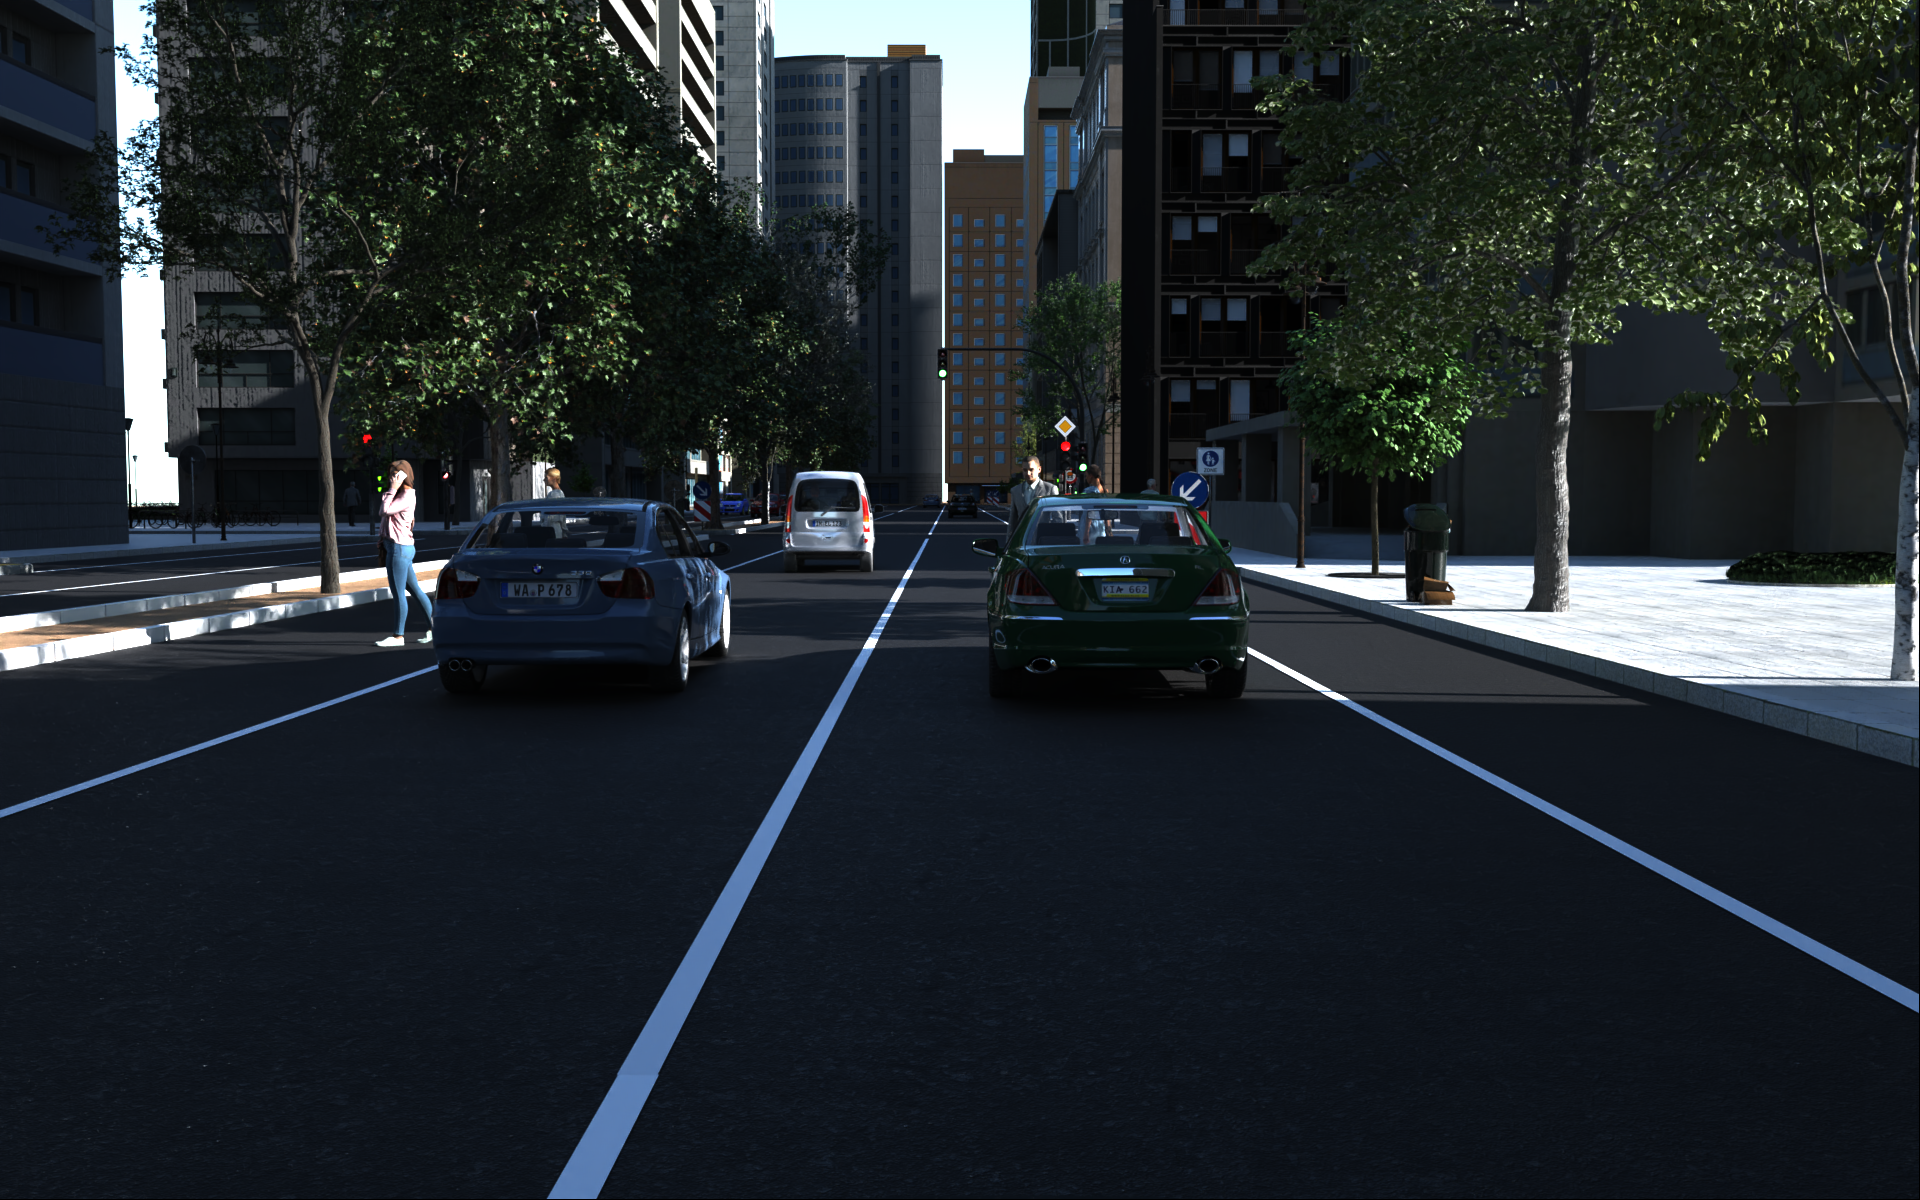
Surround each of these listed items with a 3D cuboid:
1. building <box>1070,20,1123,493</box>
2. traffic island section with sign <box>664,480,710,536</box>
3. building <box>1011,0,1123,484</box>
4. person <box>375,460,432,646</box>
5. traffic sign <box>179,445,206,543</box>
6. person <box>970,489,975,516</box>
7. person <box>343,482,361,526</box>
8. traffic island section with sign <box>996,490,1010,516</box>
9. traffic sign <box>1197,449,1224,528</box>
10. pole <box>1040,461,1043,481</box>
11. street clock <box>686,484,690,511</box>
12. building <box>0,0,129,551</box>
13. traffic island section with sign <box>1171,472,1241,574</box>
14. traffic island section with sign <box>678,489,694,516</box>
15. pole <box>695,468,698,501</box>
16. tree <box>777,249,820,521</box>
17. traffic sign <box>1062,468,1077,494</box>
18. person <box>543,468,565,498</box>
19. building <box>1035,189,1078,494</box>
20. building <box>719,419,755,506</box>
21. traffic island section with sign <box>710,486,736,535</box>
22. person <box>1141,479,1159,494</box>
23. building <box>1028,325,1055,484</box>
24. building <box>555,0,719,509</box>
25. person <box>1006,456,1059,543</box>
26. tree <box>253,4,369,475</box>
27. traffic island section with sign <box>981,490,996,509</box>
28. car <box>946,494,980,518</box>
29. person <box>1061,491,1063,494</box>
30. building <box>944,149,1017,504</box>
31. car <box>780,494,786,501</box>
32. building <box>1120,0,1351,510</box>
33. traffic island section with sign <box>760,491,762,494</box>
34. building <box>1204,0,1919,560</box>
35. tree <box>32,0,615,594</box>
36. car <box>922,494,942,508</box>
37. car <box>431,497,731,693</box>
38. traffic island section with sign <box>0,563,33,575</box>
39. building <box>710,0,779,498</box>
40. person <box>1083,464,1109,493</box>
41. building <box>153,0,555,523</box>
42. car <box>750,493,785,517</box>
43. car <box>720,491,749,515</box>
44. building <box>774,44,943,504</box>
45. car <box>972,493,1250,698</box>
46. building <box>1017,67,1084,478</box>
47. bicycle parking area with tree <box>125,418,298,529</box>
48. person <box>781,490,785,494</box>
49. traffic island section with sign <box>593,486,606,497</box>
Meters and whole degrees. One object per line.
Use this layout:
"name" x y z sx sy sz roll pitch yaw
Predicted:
"building" 13.476 -19.031 97.058 13.634 28.700 20.117 0 4 0
"traffic island section with sign" -9.052 -2.821 54.261 2.006 1.907 1.989 0 4 0
"building" 16.557 -46.610 200.322 20.563 71.187 20.611 0 4 0
"person" -5.241 -0.450 16.450 0.643 1.750 0.593 -1 4 -20
"traffic sign" -19.955 -2.749 45.047 0.768 2.556 0.104 1 4 9
"person" 0.828 -6.450 114.444 0.515 1.767 0.782 1 4 16
"person" -24.231 -3.831 69.072 0.661 1.777 0.834 -1 4 -15
"traffic island section with sign" 3.533 -6.422 113.633 1.989 1.847 2.006 0 4 0
"traffic sign" 5.511 -2.204 38.164 0.606 2.300 0.079 0 4 7
"pole" 4.983 -6.852 105.870 0.158 3.312 0.155 0 3 0
"street clock" -20.432 -7.685 130.225 0.358 2.002 0.471 0 4 3
"building" -35.545 -30.374 38.618 28.212 58.520 21.231 0 4 0
"traffic island section with sign" 3.941 -1.385 31.269 1.989 1.847 2.006 0 4 0
"traffic island section with sign" -18.291 -6.449 114.063 1.989 1.847 2.006 0 4 0
"pole" -20.404 -8.578 134.089 0.158 3.312 0.155 0 3 0
"tree" -8.924 -7.677 44.991 9.611 12.733 9.660 0 3 0
"traffic sign" 5.356 -5.158 84.445 0.768 2.556 0.104 0 4 1
"person" -5.360 -0.861 22.929 0.624 1.780 0.694 1 4 17
"building" 13.075 -18.542 122.220 14.314 24.678 30.058 0 4 0
"building" -36.092 -20.124 174.059 27.650 21.520 28.899 0 4 0
"traffic island section with sign" -9.079 -3.274 61.668 2.006 1.907 1.989 0 4 0
"person" 4.224 -1.784 38.147 0.782 1.767 0.515 2 4 32
"building" 20.823 -19.375 161.827 27.650 21.520 28.899 0 4 0
"building" -32.840 -32.070 148.048 21.300 48.544 21.600 0 4 0
"person" 0.753 -0.527 17.243 0.709 1.813 0.853 1 4 22
"tree" -8.946 -6.975 33.507 9.611 12.733 9.660 0 3 0
"traffic island section with sign" 3.277 -9.492 163.824 1.989 1.847 2.006 0 4 0
"car" 0.172 -5.781 104.306 2.009 1.686 4.222 0 4 1
"person" 5.805 -5.399 96.919 0.503 1.515 0.523 1 4 15
"building" 5.073 -35.341 227.929 14.200 45.320 14.600 0 4 0
"car" -12.350 -6.635 120.478 2.014 1.417 4.499 0 4 -1
"building" 14.839 -14.572 67.927 15.834 23.373 12.332 0 4 0
"traffic island section with sign" -18.552 -9.491 163.809 1.989 1.847 2.006 0 4 0
"building" 22.771 -21.309 40.278 32.217 40.220 23.993 0 4 0
"tree" -9.010 -5.383 24.881 8.767 10.594 7.601 0 4 0
"car" -2.923 -10.272 179.944 2.014 1.417 4.499 0 4 1
"car" -2.886 -0.110 13.803 2.014 1.417 4.499 0 4 -1
"traffic island section with sign" -17.887 -1.373 31.071 1.989 1.847 2.006 0 4 0
"building" -32.552 -46.655 201.067 20.611 71.187 20.563 0 4 0
"person" 1.769 -0.837 22.280 0.616 1.811 0.778 -3 5 -41
"building" -28.005 -18.992 82.213 14.160 30.474 14.107 0 4 0
"car" -11.884 -6.013 107.345 2.155 1.783 4.494 0 4 1
"car" -15.435 -6.639 118.131 1.945 1.707 3.694 0 4 1
"building" -16.358 -42.125 230.748 28.212 58.520 21.231 0 4 0
"car" 1.144 -0.112 13.637 2.131 1.459 4.920 0 4 2
"building" 13.867 -32.592 182.997 14.600 45.320 14.200 0 4 0
"bicycle parking area with tree" -30.943 -4.955 68.018 9.016 4.147 8.231 2 4 26
"person" -21.099 -12.227 206.681 1.217 1.743 0.721 -2 4 -28
"traffic island section with sign" -18.154 -4.800 87.108 1.989 1.847 2.006 0 4 0
